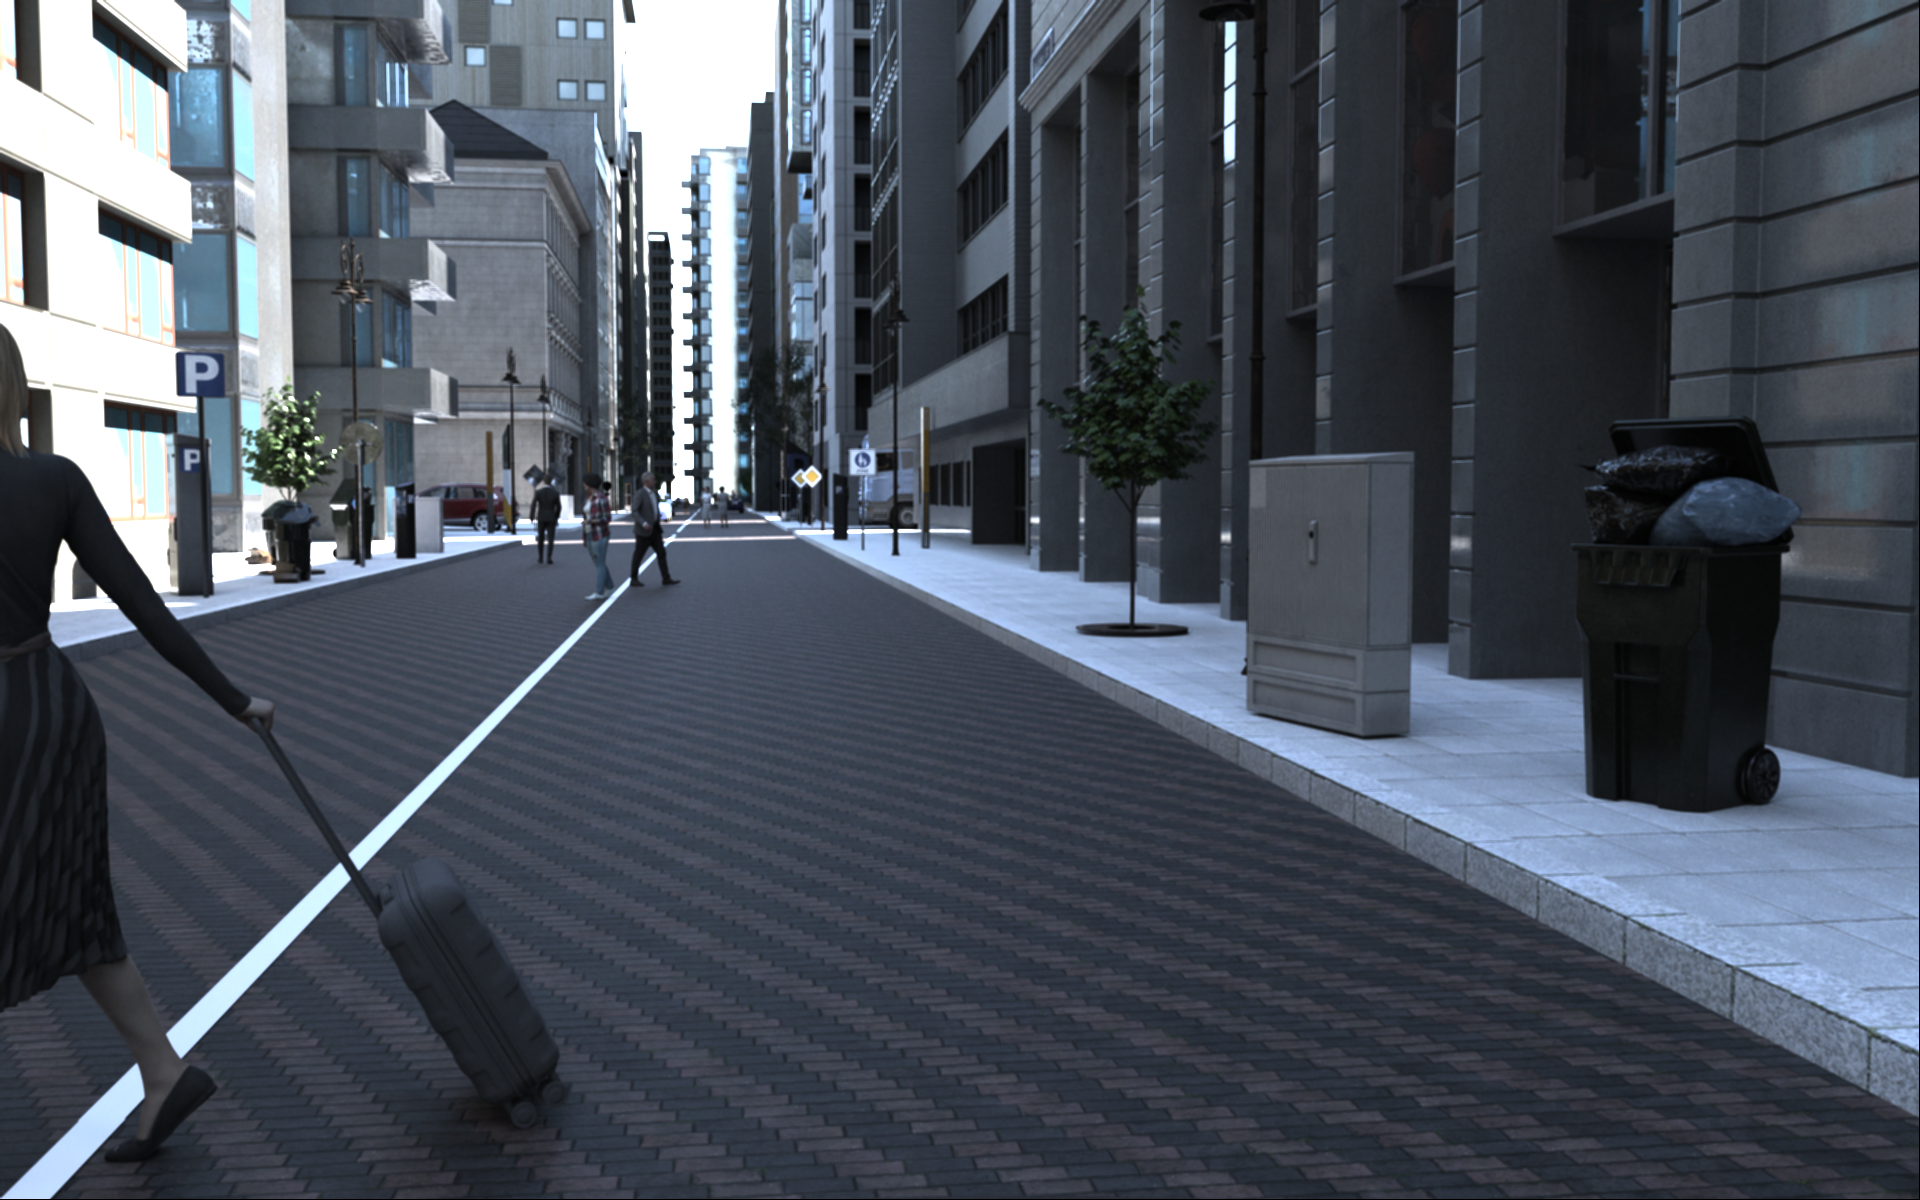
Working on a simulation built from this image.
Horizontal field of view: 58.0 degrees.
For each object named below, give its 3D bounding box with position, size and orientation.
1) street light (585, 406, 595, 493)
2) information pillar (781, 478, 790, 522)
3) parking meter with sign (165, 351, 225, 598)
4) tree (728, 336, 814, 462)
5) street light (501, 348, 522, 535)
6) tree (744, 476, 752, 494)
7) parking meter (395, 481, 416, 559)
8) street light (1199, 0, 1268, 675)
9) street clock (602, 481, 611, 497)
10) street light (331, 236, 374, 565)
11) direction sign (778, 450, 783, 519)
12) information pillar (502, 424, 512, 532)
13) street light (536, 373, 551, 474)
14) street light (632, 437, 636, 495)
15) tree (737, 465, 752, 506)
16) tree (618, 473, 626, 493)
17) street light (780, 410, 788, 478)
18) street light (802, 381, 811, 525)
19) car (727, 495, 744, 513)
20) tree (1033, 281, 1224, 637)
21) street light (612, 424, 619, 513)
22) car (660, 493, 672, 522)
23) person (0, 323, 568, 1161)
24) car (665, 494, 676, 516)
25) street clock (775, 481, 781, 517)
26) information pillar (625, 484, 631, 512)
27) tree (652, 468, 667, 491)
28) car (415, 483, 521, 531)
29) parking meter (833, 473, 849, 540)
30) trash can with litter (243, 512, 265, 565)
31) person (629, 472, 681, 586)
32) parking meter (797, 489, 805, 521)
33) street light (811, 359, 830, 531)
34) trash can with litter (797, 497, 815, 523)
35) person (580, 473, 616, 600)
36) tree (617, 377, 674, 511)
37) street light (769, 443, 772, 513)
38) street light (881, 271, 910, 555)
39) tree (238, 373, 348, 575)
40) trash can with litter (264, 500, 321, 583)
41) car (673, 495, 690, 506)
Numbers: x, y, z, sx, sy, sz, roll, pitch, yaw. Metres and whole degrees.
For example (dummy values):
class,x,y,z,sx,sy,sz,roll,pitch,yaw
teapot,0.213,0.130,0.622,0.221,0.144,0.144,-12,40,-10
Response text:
class,x,y,z,sx,sy,sz,roll,pitch,yaw
street light,-19.354,-7.212,90.709,0.468,5.910,1.993,0,4,-8
information pillar,-8.142,-4.668,80.816,0.304,2.012,0.304,2,4,34
parking meter with sign,-9.798,-1.578,22.055,0.543,3.016,1.738,-2,4,-34
tree,-9.677,-10.215,101.433,8.767,10.594,7.601,0,4,4
street light,-14.128,-5.008,54.675,0.468,5.910,1.993,0,4,-8
tree,-22.126,-11.581,183.949,1.663,3.219,1.824,0,3,0
parking meter,-11.060,-1.598,34.543,0.372,1.533,0.369,0,3,0
street light,2.089,-2.406,12.131,0.468,5.910,1.993,0,4,-8
street clock,-20.222,-5.791,99.248,0.471,2.002,0.358,-2,4,-24
street light,-10.928,-3.578,31.295,0.468,5.910,1.993,0,4,-8
direction sign,-9.190,-5.955,89.368,0.379,3.537,0.876,0,4,0
information pillar,-15.204,-4.085,58.144,0.183,3.616,0.504,-3,4,-37
street light,-15.963,-5.734,66.543,0.468,5.910,1.993,0,4,-8
street light,-26.098,-10.125,138.333,0.468,5.910,1.993,0,4,-8
tree,-23.078,-12.737,191.971,4.285,4.588,4.351,0,3,0
tree,-26.936,-8.680,136.524,1.663,3.219,1.824,0,3,0
street light,-9.615,-7.471,94.933,0.468,5.910,1.993,0,4,-8
street light,-6.192,-6.011,71.072,0.468,5.910,1.993,0,4,-8
car,-17.158,-7.191,130.148,1.945,1.354,3.894,-1,4,-9
tree,1.624,-1.296,15.797,1.663,3.219,1.824,0,3,0
street light,-22.818,-8.696,114.965,0.468,5.910,1.993,0,4,-8
car,-15.664,-4.819,88.386,1.945,1.707,3.694,0,4,-7
person,-1.614,0.309,3.671,1.509,1.804,0.699,-1,4,-21
car,-19.830,-6.287,114.588,2.131,1.459,4.920,0,4,-7
street clock,-10.022,-5.624,96.517,0.471,2.002,0.358,0,4,8
information pillar,-23.549,-7.231,122.716,0.304,2.012,0.304,3,5,44
tree,-38.310,-14.285,217.273,4.285,4.588,4.351,0,3,0
car,-18.589,-3.293,62.515,5.304,1.827,2.281,0,4,-7
parking meter,-3.343,-2.624,48.617,0.399,1.863,0.255,1,4,15
trash can with litter,-12.576,-1.243,31.708,0.624,1.170,1.055,1,4,17
person,-4.785,-1.106,26.975,0.834,1.777,0.661,1,4,21
parking meter,-7.497,-4.487,81.776,0.372,1.533,0.369,0,3,0
street light,-4.720,-5.301,59.466,0.468,5.910,1.993,0,4,-8
trash can with litter,-6.833,-4.035,77.362,0.624,1.170,1.055,-3,4,-38
person,-4.904,-0.869,23.547,0.643,1.720,0.563,-3,4,-37
tree,-25.881,-12.042,131.300,8.767,10.594,7.601,0,4,-8
street light,-12.934,-8.900,118.296,0.468,5.910,1.993,0,4,-8
street light,-1.349,-3.873,36.110,0.468,5.910,1.993,0,4,-8
tree,-10.648,-2.032,27.818,1.663,3.219,1.824,0,3,0
trash can with litter,-9.728,-0.853,25.339,0.624,1.170,1.055,-1,4,-14
car,-32.380,-11.574,201.813,1.945,1.354,3.894,0,4,-7
